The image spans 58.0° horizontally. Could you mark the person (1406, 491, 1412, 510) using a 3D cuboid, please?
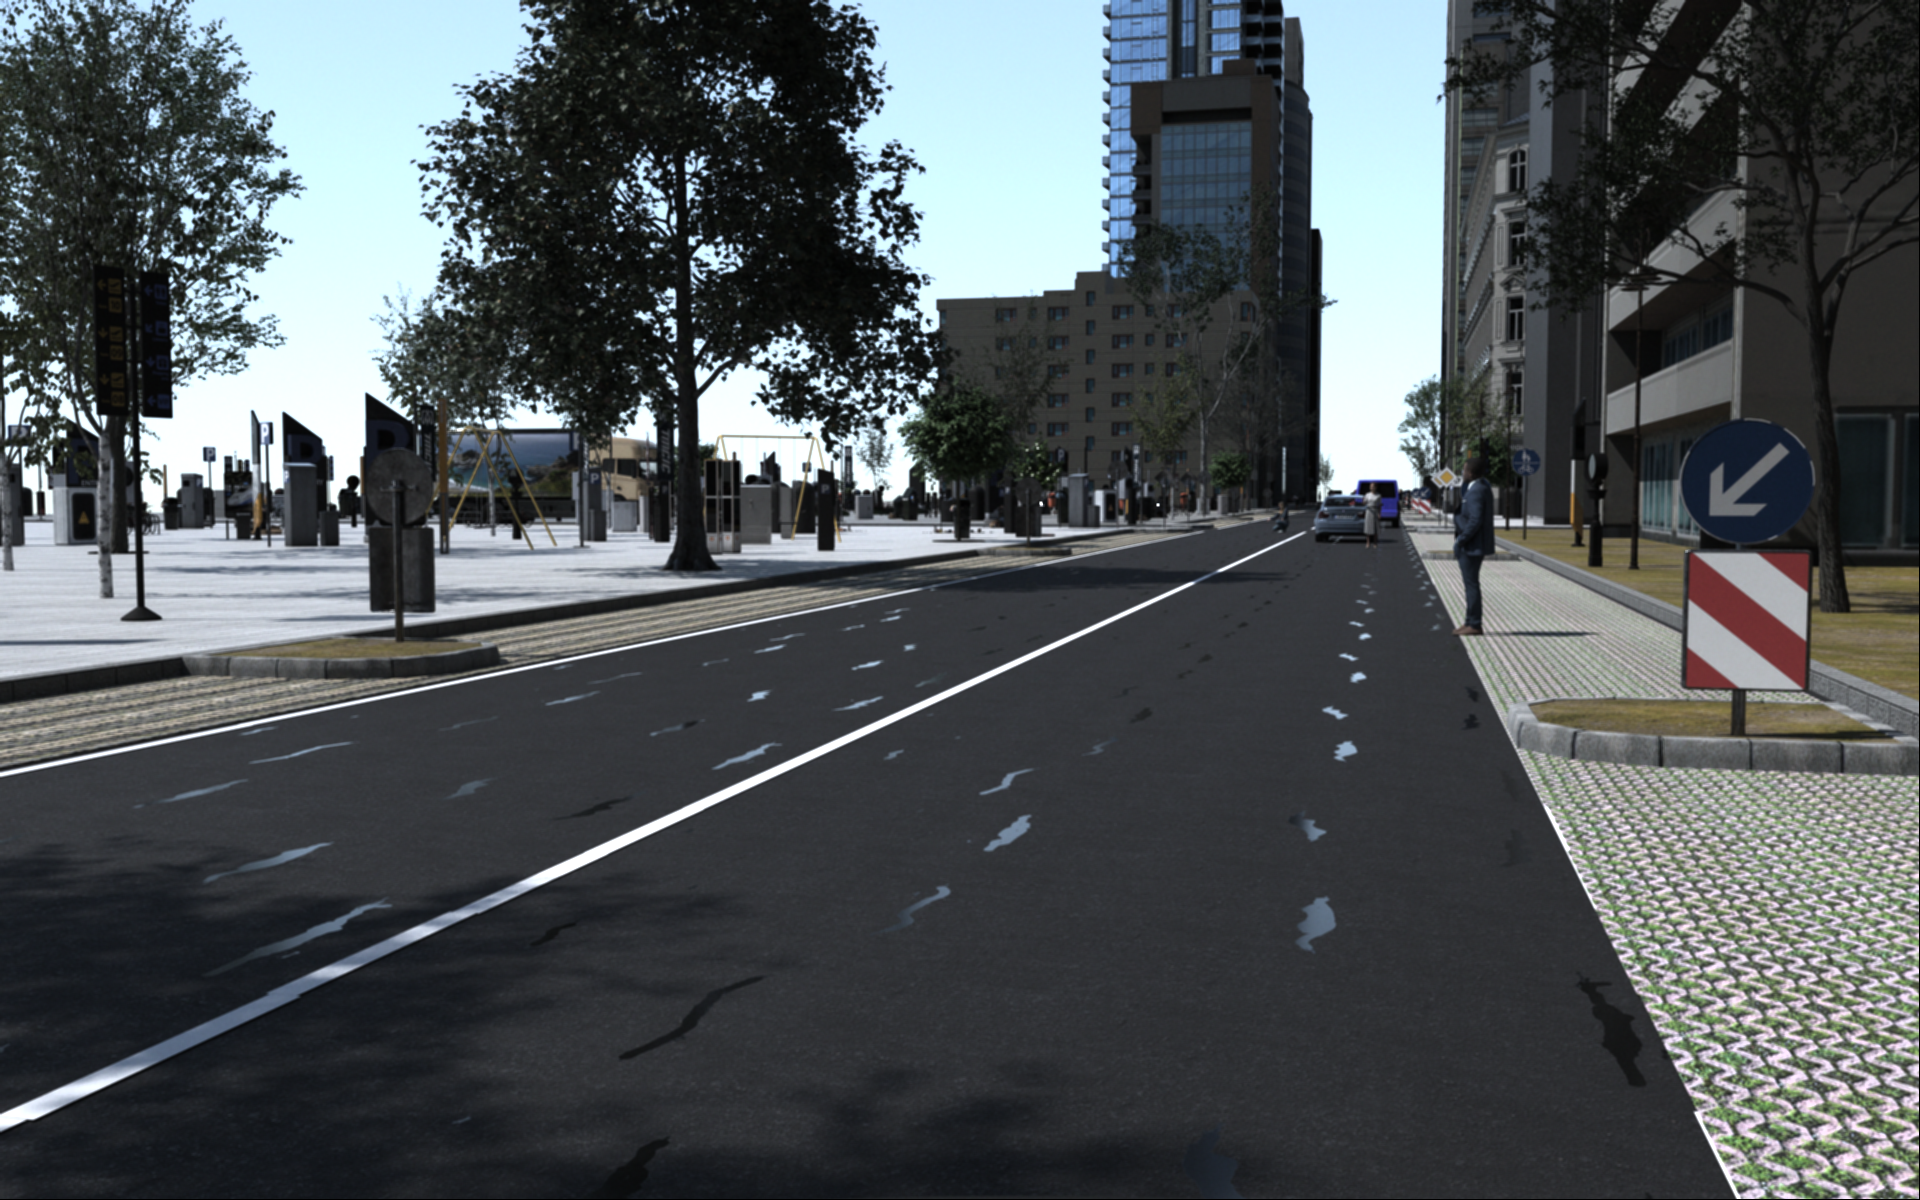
[{"bbox_3d":[40.670,-9.014,156.603,0.721,1.735,1.217,3,5,41],"label":"person"}]

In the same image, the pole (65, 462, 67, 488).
[{"bbox_3d":[-56.893,-7.119,110.234,0.158,3.312,0.155,0,3,0],"label":"pole"}]

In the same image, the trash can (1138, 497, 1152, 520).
[{"bbox_3d":[9.014,-4.447,84.361,0.748,1.137,0.748,0,3,0],"label":"trash can"}]

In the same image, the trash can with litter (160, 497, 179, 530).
[{"bbox_3d":[-28.525,-3.123,62.444,0.624,1.170,1.055,-2,4,-30],"label":"trash can with litter"}]

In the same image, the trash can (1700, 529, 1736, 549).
[{"bbox_3d":[11.110,-0.831,25.241,0.748,1.137,0.748,0,3,0],"label":"trash can"}]

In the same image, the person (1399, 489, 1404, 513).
[{"bbox_3d":[30.800,-6.868,121.024,0.641,1.798,0.478,-1,4,-22],"label":"person"}]

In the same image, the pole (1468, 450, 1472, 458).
[{"bbox_3d":[23.719,-5.310,80.661,0.158,3.312,0.155,0,3,0],"label":"pole"}]

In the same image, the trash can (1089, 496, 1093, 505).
[{"bbox_3d":[8.999,-6.751,122.032,0.748,1.137,0.748,0,3,0],"label":"trash can"}]

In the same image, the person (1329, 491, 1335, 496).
[{"bbox_3d":[32.468,-8.652,150.890,0.756,1.711,0.436,-1,4,-13],"label":"person"}]

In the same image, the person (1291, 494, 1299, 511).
[{"bbox_3d":[28.935,-8.438,149.657,0.628,1.438,0.799,3,5,43],"label":"person"}]

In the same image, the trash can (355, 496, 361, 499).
[{"bbox_3d":[-39.816,-6.311,114.835,0.748,1.137,0.748,0,3,0],"label":"trash can"}]

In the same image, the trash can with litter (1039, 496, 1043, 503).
[{"bbox_3d":[6.498,-7.482,133.717,1.055,1.170,0.624,-1,4,-17],"label":"trash can with litter"}]

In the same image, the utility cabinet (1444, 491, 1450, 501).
[{"bbox_3d":[33.089,-6.603,116.636,1.173,1.500,0.318,-2,4,-35],"label":"utility cabinet"}]

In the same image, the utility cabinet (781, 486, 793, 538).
[{"bbox_3d":[-5.008,-2.536,50.140,0.318,1.500,1.173,0,4,-4],"label":"utility cabinet"}]

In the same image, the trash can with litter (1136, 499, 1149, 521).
[{"bbox_3d":[8.539,-4.344,82.407,0.624,1.170,1.055,-3,5,-42],"label":"trash can with litter"}]

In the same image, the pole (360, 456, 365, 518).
[{"bbox_3d":[-32.064,-6.061,92.946,0.158,3.312,0.155,0,3,0],"label":"pole"}]

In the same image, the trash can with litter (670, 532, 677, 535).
[{"bbox_3d":[-8.808,-2.705,55.285,1.678,1.210,2.233,0,4,1],"label":"trash can with litter"}]

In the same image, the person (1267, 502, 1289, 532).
[{"bbox_3d":[11.971,-3.099,64.660,0.738,1.151,1.012,-1,4,-11],"label":"person"}]

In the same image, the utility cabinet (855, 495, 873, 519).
[{"bbox_3d":[-4.899,-4.745,88.748,1.020,1.237,0.306,-3,5,-44],"label":"utility cabinet"}]

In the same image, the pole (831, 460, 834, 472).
[{"bbox_3d":[-7.643,-6.713,103.597,0.158,3.312,0.155,0,3,0],"label":"pole"}]

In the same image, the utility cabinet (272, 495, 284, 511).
[{"bbox_3d":[-39.123,-5.425,99.856,1.020,1.237,0.306,-1,4,-21],"label":"utility cabinet"}]

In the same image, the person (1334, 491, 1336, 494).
[{"bbox_3d":[49.378,-13.462,228.545,1.348,1.831,0.705,3,5,40],"label":"person"}]

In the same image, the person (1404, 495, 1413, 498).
[{"bbox_3d":[52.897,-11.980,204.389,1.348,1.823,0.705,3,5,41],"label":"person"}]

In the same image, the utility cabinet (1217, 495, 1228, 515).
[{"bbox_3d":[16.014,-5.770,105.496,0.306,1.237,1.020,2,4,31],"label":"utility cabinet"}]

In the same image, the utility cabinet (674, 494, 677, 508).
[{"bbox_3d":[-20.559,-7.247,127.162,0.318,1.500,1.173,2,4,31],"label":"utility cabinet"}]

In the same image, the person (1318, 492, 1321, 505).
[{"bbox_3d":[43.918,-12.358,211.472,0.530,1.710,0.541,3,4,38],"label":"person"}]

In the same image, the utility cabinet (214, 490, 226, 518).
[{"bbox_3d":[-43.076,-5.679,101.527,1.173,1.500,0.318,-2,4,-31],"label":"utility cabinet"}]

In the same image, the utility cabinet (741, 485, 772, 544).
[{"bbox_3d":[-5.377,-2.151,43.844,1.173,1.500,0.318,0,4,-2],"label":"utility cabinet"}]

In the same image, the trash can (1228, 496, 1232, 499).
[{"bbox_3d":[18.536,-6.605,119.650,0.748,1.137,0.748,0,3,0],"label":"trash can"}]

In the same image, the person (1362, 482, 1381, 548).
[{"bbox_3d":[10.900,-2.250,45.865,0.480,1.755,0.524,1,4,17],"label":"person"}]

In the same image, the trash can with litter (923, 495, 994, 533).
[{"bbox_3d":[-0.016,-2.818,57.138,2.233,1.210,1.678,1,4,11],"label":"trash can with litter"}]

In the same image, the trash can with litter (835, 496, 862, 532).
[{"bbox_3d":[-4.301,-2.993,59.990,1.678,1.210,2.233,-1,4,-22],"label":"trash can with litter"}]

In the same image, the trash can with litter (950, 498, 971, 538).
[{"bbox_3d":[0.007,-2.369,50.122,0.624,1.170,1.055,0,4,-2],"label":"trash can with litter"}]

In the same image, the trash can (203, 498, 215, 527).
[{"bbox_3d":[-29.660,-3.456,68.159,0.748,1.137,0.748,0,3,0],"label":"trash can"}]

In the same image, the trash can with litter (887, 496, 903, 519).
[{"bbox_3d":[-3.279,-4.813,90.072,0.624,1.170,1.055,2,4,32],"label":"trash can with litter"}]

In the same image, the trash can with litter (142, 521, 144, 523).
[{"bbox_3d":[-34.409,-3.688,71.358,1.678,1.210,2.233,3,5,43],"label":"trash can with litter"}]

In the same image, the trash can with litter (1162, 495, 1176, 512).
[{"bbox_3d":[14.605,-7.082,126.843,2.233,1.210,1.678,1,4,18],"label":"trash can with litter"}]

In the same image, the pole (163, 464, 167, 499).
[{"bbox_3d":[-54.627,-7.659,119.061,0.158,3.312,0.155,0,3,0],"label":"pole"}]

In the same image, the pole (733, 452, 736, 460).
[{"bbox_3d":[-10.831,-5.468,83.248,0.158,3.312,0.155,0,3,0],"label":"pole"}]

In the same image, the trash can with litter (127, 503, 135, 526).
[{"bbox_3d":[-33.158,-3.492,68.482,1.055,1.170,0.624,-2,4,-28],"label":"trash can with litter"}]

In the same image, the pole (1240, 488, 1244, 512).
[{"bbox_3d":[19.821,-7.820,121.696,0.158,3.312,0.155,0,3,0],"label":"pole"}]

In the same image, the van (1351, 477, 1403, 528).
[{"bbox_3d":[18.123,-4.337,75.300,2.240,2.365,5.245,1,4,13],"label":"van"}]

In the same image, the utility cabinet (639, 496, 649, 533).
[{"bbox_3d":[-10.453,-2.843,57.637,0.306,1.237,1.020,-1,4,-18],"label":"utility cabinet"}]

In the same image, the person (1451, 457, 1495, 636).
[{"bbox_3d":[5.186,-0.539,17.494,0.419,1.800,0.721,1,4,19],"label":"person"}]

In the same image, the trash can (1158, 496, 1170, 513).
[{"bbox_3d":[13.124,-6.107,111.497,0.748,1.137,0.748,0,3,0],"label":"trash can"}]

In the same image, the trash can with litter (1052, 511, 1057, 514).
[{"bbox_3d":[6.630,-6.330,114.554,1.678,1.210,2.233,-2,4,-27],"label":"trash can with litter"}]

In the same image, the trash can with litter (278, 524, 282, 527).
[{"bbox_3d":[-26.310,-3.538,68.905,1.678,1.210,2.233,1,4,10],"label":"trash can with litter"}]

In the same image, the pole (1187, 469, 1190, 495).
[{"bbox_3d":[18.509,-8.966,140.430,0.158,3.312,0.155,0,3,0],"label":"pole"}]

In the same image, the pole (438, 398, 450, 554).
[{"bbox_3d":[-11.047,-2.643,37.049,0.158,3.312,0.155,0,3,0],"label":"pole"}]
